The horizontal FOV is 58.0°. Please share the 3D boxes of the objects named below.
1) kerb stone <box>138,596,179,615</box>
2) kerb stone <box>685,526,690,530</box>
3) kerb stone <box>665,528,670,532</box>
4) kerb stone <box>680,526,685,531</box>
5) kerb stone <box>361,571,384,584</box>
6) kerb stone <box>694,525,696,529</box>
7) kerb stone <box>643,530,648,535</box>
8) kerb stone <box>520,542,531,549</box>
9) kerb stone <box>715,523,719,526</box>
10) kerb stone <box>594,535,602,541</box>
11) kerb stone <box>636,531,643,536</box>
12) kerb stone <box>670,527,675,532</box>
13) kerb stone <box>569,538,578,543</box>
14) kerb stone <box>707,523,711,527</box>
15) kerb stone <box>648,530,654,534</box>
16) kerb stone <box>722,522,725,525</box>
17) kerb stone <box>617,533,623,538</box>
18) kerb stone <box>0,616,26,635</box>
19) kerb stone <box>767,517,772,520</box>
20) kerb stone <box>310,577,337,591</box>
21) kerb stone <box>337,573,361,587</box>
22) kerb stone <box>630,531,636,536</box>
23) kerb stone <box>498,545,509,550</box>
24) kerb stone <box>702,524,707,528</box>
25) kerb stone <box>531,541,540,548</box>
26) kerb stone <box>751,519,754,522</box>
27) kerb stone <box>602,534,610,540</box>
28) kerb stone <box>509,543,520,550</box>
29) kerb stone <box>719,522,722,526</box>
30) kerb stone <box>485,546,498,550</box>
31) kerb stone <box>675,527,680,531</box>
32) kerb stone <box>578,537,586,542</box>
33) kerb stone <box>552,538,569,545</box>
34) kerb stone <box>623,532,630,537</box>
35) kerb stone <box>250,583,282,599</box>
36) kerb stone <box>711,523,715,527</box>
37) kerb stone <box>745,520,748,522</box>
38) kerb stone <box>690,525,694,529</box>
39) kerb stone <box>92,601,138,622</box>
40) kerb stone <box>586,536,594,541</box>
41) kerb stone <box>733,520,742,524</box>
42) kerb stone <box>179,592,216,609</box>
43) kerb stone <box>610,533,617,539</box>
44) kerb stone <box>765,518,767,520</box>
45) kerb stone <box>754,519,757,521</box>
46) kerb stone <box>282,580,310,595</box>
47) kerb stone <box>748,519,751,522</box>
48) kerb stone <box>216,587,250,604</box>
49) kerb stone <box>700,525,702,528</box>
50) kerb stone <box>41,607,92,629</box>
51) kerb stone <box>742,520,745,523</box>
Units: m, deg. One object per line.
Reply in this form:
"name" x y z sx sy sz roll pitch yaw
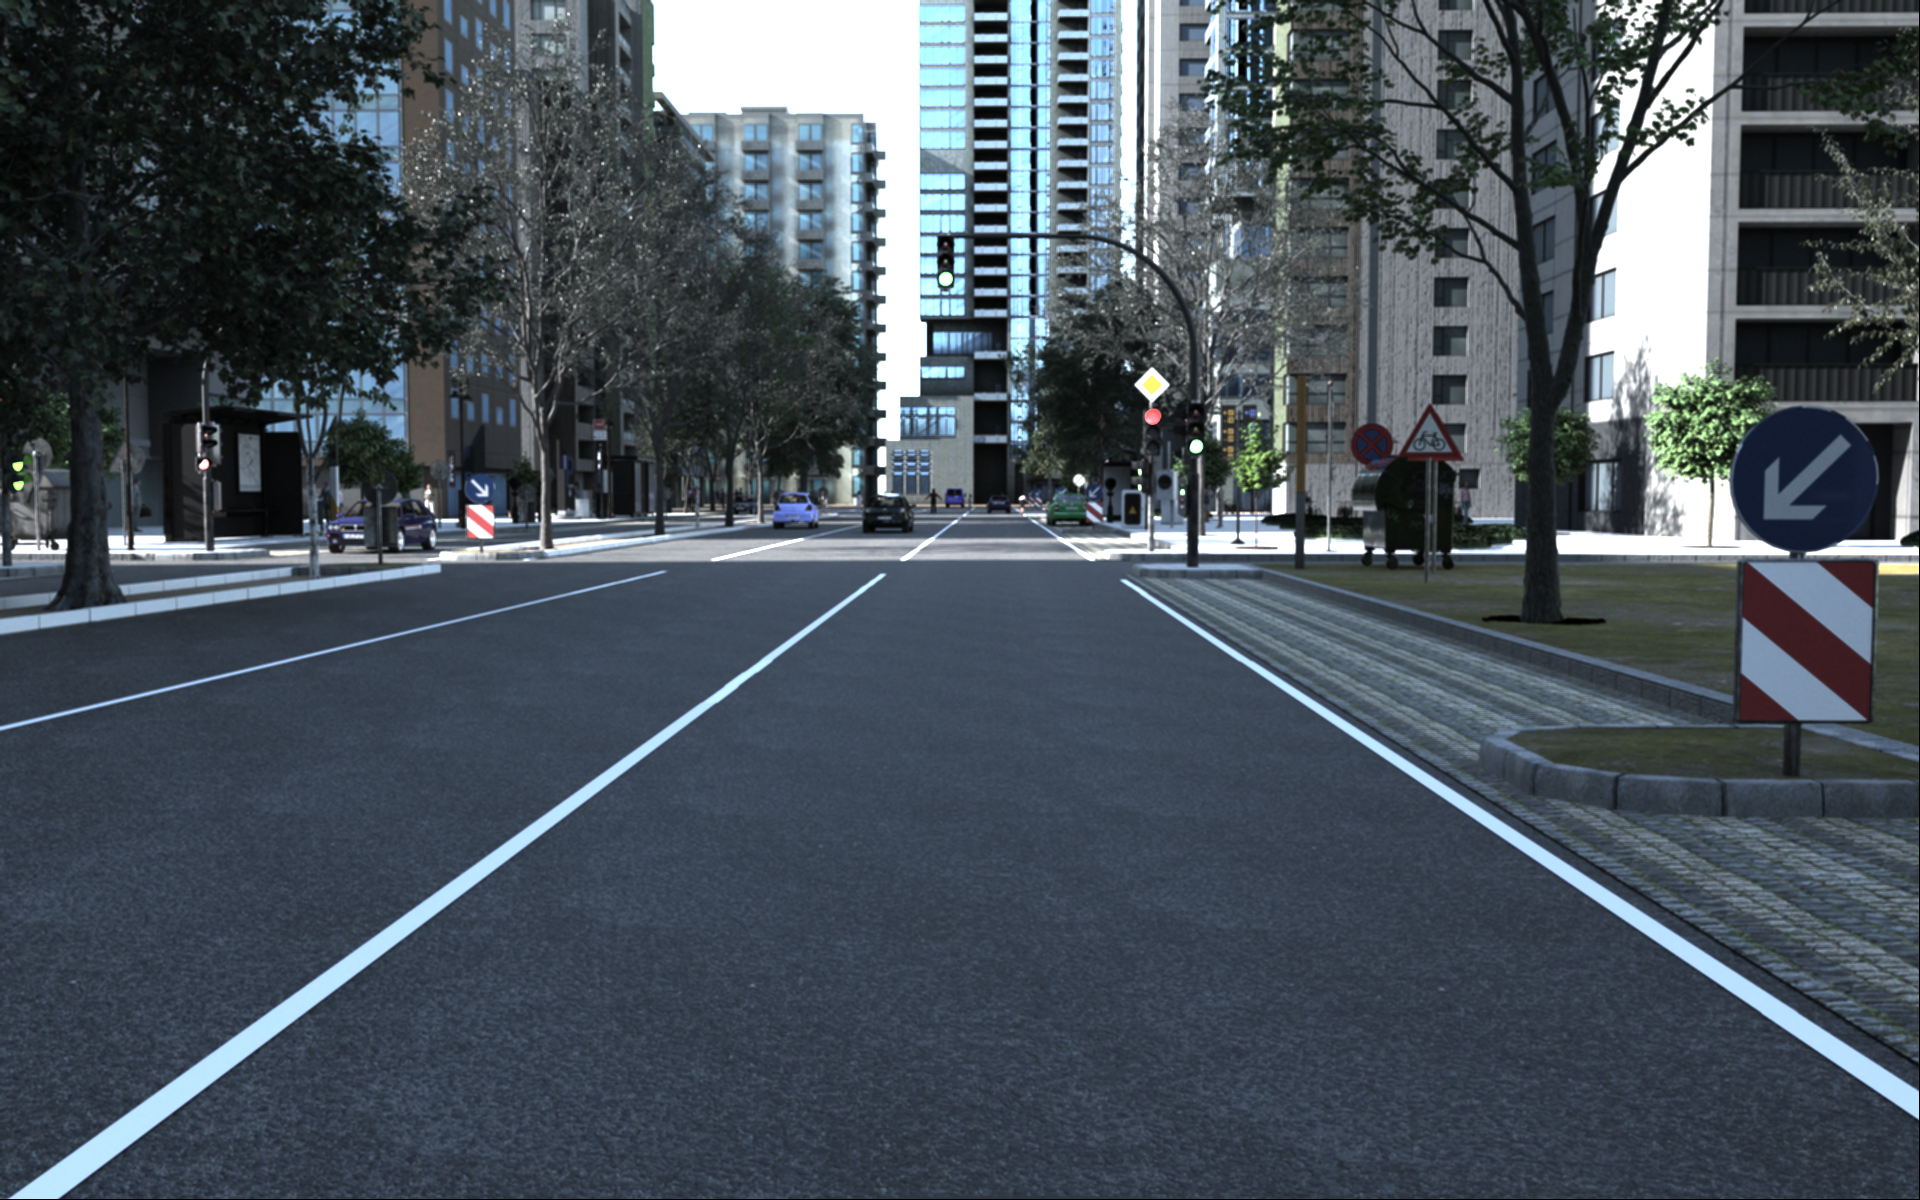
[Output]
"kerb stone" -9.759 0.079 20.909 0.120 0.150 1.000 0 4 1
"kerb stone" -10.950 -2.835 68.565 0.120 0.150 1.000 0 4 1
"kerb stone" -11.030 -2.580 64.457 0.120 0.150 1.000 0 4 1
"kerb stone" -10.972 -2.774 67.543 0.120 0.150 1.000 0 4 1
"kerb stone" -9.624 -0.360 28.084 0.120 0.150 1.000 0 4 1
"kerb stone" -10.912 -2.960 70.621 0.120 0.150 1.000 0 4 1
"kerb stone" -11.108 -2.334 60.359 0.120 0.150 1.000 0 4 1
"kerb stone" -11.399 -1.393 44.971 0.120 0.150 1.000 0 4 1
"kerb stone" -10.811 -3.275 75.740 0.120 0.150 1.000 0 4 1
"kerb stone" -11.241 -1.888 53.184 0.120 0.150 1.000 0 4 1
"kerb stone" -11.123 -2.271 59.333 0.120 0.150 1.000 0 4 1
"kerb stone" -11.010 -2.648 65.491 0.120 0.150 1.000 0 4 1
"kerb stone" -11.300 -1.705 50.108 0.120 0.150 1.000 0 4 1
"kerb stone" -10.848 -3.150 73.696 0.120 0.150 1.000 0 4 1
"kerb stone" -11.087 -2.388 61.387 0.120 0.150 1.000 0 4 1
"kerb stone" -10.779 -3.400 77.787 0.120 0.150 1.000 0 4 1
"kerb stone" -11.181 -2.084 56.264 0.120 0.150 1.000 0 4 1
"kerb stone" -9.812 0.268 17.815 0.120 0.150 1.000 0 4 1
"kerb stone" -10.459 -4.404 94.200 0.120 0.150 1.000 0 4 1
"kerb stone" -9.657 -0.228 26.041 0.120 0.150 1.000 0 4 1
"kerb stone" -9.639 -0.295 27.062 0.120 0.150 1.000 0 4 1
"kerb stone" -11.147 -2.209 58.311 0.120 0.150 1.000 0 4 1
"kerb stone" -11.431 -1.268 42.924 0.120 0.150 1.000 0 4 1
"kerb stone" -10.870 -3.084 72.673 0.120 0.150 1.000 0 4 1
"kerb stone" -11.377 -1.456 46.004 0.120 0.150 1.000 0 4 1
"kerb stone" -10.600 -3.964 87.009 0.120 0.150 1.000 0 4 1
"kerb stone" -11.217 -1.958 54.214 0.120 0.150 1.000 0 4 1
"kerb stone" -11.416 -1.330 43.946 0.120 0.150 1.000 0 4 1
"kerb stone" -10.791 -3.337 76.762 0.120 0.150 1.000 0 4 1
"kerb stone" -11.452 -1.205 41.902 0.120 0.150 1.000 0 4 1
"kerb stone" -10.985 -2.711 66.514 0.120 0.150 1.000 0 4 1
"kerb stone" -11.285 -1.763 51.140 0.120 0.150 1.000 0 4 1
"kerb stone" -11.321 -1.642 49.078 0.120 0.150 1.000 0 4 1
"kerb stone" -11.165 -2.144 57.289 0.120 0.150 1.000 0 4 1
"kerb stone" -9.703 -0.110 23.997 0.120 0.150 1.000 0 4 1
"kerb stone" -10.835 -3.212 74.718 0.120 0.150 1.000 0 4 1
"kerb stone" -10.639 -3.839 84.963 0.120 0.150 1.000 0 4 1
"kerb stone" -10.920 -2.899 69.592 0.120 0.150 1.000 0 4 1
"kerb stone" -9.774 0.142 19.878 0.120 0.150 1.000 0 4 1
"kerb stone" -11.261 -1.833 52.161 0.120 0.150 1.000 0 4 1
"kerb stone" -10.676 -3.714 82.918 0.120 0.150 1.000 0 4 1
"kerb stone" -9.742 0.016 21.936 0.120 0.150 1.000 0 4 1
"kerb stone" -11.199 -2.021 55.242 0.120 0.150 1.000 0 4 1
"kerb stone" -10.502 -4.278 92.144 0.120 0.150 1.000 0 4 1
"kerb stone" -10.581 -4.026 88.044 0.120 0.150 1.000 0 4 1
"kerb stone" -9.678 -0.173 25.018 0.120 0.150 1.000 0 4 1
"kerb stone" -10.615 -3.902 85.985 0.120 0.150 1.000 0 4 1
"kerb stone" -9.726 -0.047 22.966 0.120 0.150 1.000 0 4 1
"kerb stone" -10.901 -3.022 71.645 0.120 0.150 1.000 0 4 1
"kerb stone" -9.796 0.209 18.842 0.120 0.150 1.000 0 4 1
"kerb stone" -10.660 -3.776 83.941 0.120 0.150 1.000 0 4 1
